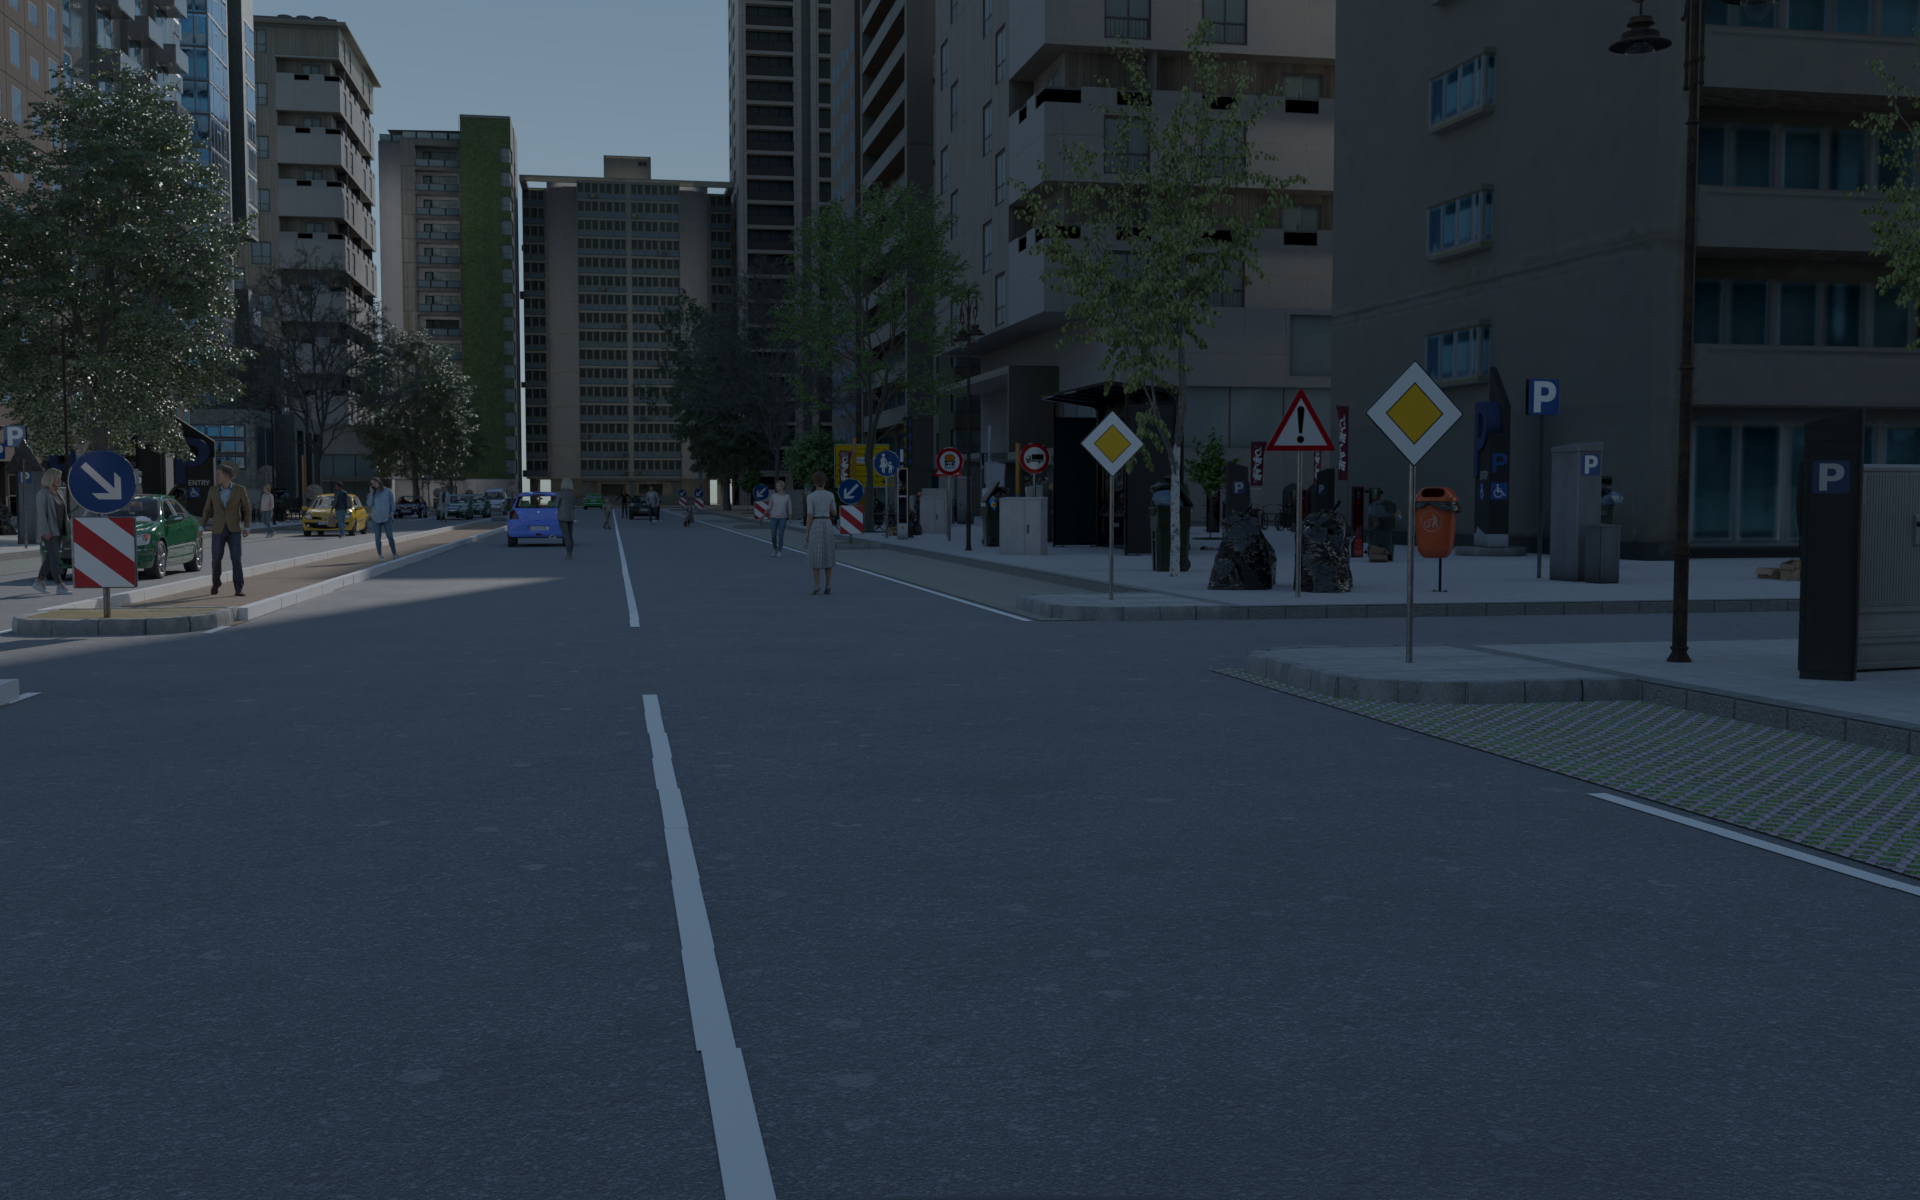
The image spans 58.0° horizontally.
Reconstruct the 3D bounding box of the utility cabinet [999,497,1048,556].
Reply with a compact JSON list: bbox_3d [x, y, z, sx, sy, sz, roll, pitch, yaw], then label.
[{"bbox_3d":[1.328,-1.547,36.450,1.020,1.237,0.306,2,4,32],"label":"utility cabinet"}]

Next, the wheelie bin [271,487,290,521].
[{"bbox_3d":[-32.377,-4.556,82.401,0.980,1.594,0.693,-2,4,-28],"label":"wheelie bin"}]

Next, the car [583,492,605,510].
[{"bbox_3d":[-33.566,-9.177,158.834,1.959,1.807,4.718,-1,4,-10],"label":"car"}]

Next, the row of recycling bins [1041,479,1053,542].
[{"bbox_3d":[3.731,-2.370,45.862,3.534,1.692,1.069,1,4,22],"label":"row of recycling bins"}]

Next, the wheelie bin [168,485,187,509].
[{"bbox_3d":[-25.862,-3.013,57.170,0.693,1.594,0.980,-2,4,-28],"label":"wheelie bin"}]

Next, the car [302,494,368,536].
[{"bbox_3d":[-21.761,-3.065,60.342,2.015,1.641,3.980,-1,4,-11],"label":"car"}]

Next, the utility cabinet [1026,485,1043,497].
[{"bbox_3d":[1.903,-2.206,44.744,0.318,1.500,1.173,0,4,-5],"label":"utility cabinet"}]

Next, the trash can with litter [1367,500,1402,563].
[{"bbox_3d":[8.020,-1.307,32.762,0.624,1.170,1.055,1,4,16],"label":"trash can with litter"}]

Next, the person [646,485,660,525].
[{"bbox_3d":[-14.442,-4.470,81.425,0.661,1.843,0.795,1,4,12],"label":"person"}]

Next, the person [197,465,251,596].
[{"bbox_3d":[-10.318,-0.971,24.283,0.656,1.842,0.836,-3,5,-45],"label":"person"}]

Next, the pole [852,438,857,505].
[{"bbox_3d":[-3.831,-4.221,62.862,0.158,3.312,0.155,0,3,0],"label":"pole"}]

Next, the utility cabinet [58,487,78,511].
[{"bbox_3d":[-28.372,-2.870,55.609,0.318,1.500,1.173,2,4,31],"label":"utility cabinet"}]

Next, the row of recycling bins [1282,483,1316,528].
[{"bbox_3d":[14.069,-3.605,66.056,3.534,1.692,1.069,0,4,-6],"label":"row of recycling bins"}]

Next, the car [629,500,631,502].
[{"bbox_3d":[-21.189,-6.506,116.152,2.009,1.686,4.222,-1,4,-11],"label":"car"}]

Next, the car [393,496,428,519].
[{"bbox_3d":[-32.670,-5.524,102.897,1.945,1.354,3.894,-1,4,-10],"label":"car"}]

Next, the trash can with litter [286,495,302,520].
[{"bbox_3d":[-32.608,-4.574,85.847,2.233,1.210,1.678,0,4,-6],"label":"trash can with litter"}]

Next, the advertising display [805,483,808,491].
[{"bbox_3d":[-8.305,-5.477,94.755,0.123,1.923,0.974,-1,4,-20],"label":"advertising display"}]

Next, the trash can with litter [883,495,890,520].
[{"bbox_3d":[-3.876,-4.680,87.581,2.233,1.210,1.678,1,4,17],"label":"trash can with litter"}]

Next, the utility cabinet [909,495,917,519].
[{"bbox_3d":[-2.204,-4.755,88.899,0.306,1.237,1.020,2,4,33],"label":"utility cabinet"}]

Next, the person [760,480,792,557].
[{"bbox_3d":[-4.188,-1.851,39.428,0.731,1.740,0.598,0,4,-5],"label":"person"}]

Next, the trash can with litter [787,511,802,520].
[{"bbox_3d":[-8.205,-4.538,85.258,2.233,1.210,1.678,-1,4,-10],"label":"trash can with litter"}]

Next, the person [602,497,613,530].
[{"bbox_3d":[-14.276,-3.513,70.203,0.640,1.303,0.475,3,4,36],"label":"person"}]

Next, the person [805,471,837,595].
[{"bbox_3d":[-2.002,-0.958,24.730,0.480,1.755,0.524,-2,4,-28],"label":"person"}]

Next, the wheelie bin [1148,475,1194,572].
[{"bbox_3d":[3.490,-1.278,28.798,0.693,1.594,0.980,0,4,-5],"label":"wheelie bin"}]

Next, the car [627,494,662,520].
[{"bbox_3d":[-17.987,-5.438,98.690,2.009,1.686,4.222,-1,4,-10],"label":"car"}]

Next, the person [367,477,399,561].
[{"bbox_3d":[-12.262,-1.717,36.844,0.793,1.790,0.793,-3,5,-41],"label":"person"}]

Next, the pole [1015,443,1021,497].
[{"bbox_3d":[2.324,-4.606,69.157,0.158,3.312,0.155,0,3,0],"label":"pole"}]

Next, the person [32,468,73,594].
[{"bbox_3d":[-12.996,-0.991,24.879,0.728,1.800,0.709,1,4,11],"label":"person"}]

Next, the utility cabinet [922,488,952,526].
[{"bbox_3d":[-0.912,-3.645,68.273,1.173,1.500,0.318,0,3,0],"label":"utility cabinet"}]

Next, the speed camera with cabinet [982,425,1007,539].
[{"bbox_3d":[0.982,-3.353,49.161,0.660,3.252,2.038,0,4,5],"label":"speed camera with cabinet"}]

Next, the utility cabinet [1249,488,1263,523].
[{"bbox_3d":[10.897,-3.491,65.760,1.173,1.500,0.318,-1,4,-14],"label":"utility cabinet"}]

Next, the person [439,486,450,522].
[{"bbox_3d":[-26.363,-4.901,88.501,0.514,1.842,0.818,-2,4,-28],"label":"person"}]

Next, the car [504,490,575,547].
[{"bbox_3d":[-11.740,-2.370,48.335,1.945,1.707,3.694,-1,4,-13],"label":"car"}]

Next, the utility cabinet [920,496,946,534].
[{"bbox_3d":[-0.823,-2.750,56.124,1.020,1.237,0.306,3,4,36],"label":"utility cabinet"}]

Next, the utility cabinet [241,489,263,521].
[{"bbox_3d":[-33.655,-4.486,82.033,1.173,1.500,0.318,0,3,0],"label":"utility cabinet"}]

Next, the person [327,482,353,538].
[{"bbox_3d":[-20.313,-2.947,56.670,0.794,1.824,0.713,-3,5,-42],"label":"person"}]

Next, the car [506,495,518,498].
[{"bbox_3d":[-36.320,-7.793,139.780,2.083,1.381,4.827,-1,4,-11],"label":"car"}]

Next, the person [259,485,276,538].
[{"bbox_3d":[-22.609,-2.901,56.602,0.731,1.740,0.598,1,4,20],"label":"person"}]

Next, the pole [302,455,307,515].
[{"bbox_3d":[-34.264,-5.914,90.529,0.158,3.312,0.155,0,3,0],"label":"pole"}]

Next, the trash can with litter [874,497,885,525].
[{"bbox_3d":[-3.191,-3.698,71.855,1.055,1.170,0.624,-1,4,-13],"label":"trash can with litter"}]

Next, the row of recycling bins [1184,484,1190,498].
[{"bbox_3d":[6.332,-2.930,55.023,1.069,1.692,3.534,2,4,29],"label":"row of recycling bins"}]

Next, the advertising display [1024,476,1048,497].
[{"bbox_3d":[2.687,-3.439,61.444,0.974,1.923,0.123,3,5,41],"label":"advertising display"}]

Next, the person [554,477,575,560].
[{"bbox_3d":[-8.621,-1.771,37.636,0.526,1.800,0.537,3,5,40],"label":"person"}]

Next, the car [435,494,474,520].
[{"bbox_3d":[-28.411,-5.240,97.476,2.131,1.459,4.920,-1,4,-12],"label":"car"}]

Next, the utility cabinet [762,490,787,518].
[{"bbox_3d":[-9.593,-4.893,88.673,1.173,1.500,0.318,1,4,9],"label":"utility cabinet"}]

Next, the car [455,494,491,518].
[{"bbox_3d":[-29.500,-5.700,104.988,2.131,1.459,4.920,-1,4,-10],"label":"car"}]

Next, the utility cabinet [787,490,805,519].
[{"bbox_3d":[-8.584,-4.953,89.656,1.173,1.500,0.318,-3,4,-36],"label":"utility cabinet"}]

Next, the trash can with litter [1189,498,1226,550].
[{"bbox_3d":[5.887,-1.758,39.804,2.233,1.210,1.678,0,4,-2],"label":"trash can with litter"}]

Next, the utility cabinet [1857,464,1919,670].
[{"bbox_3d":[6.802,-0.244,12.673,1.173,1.500,0.318,-1,4,-22],"label":"utility cabinet"}]

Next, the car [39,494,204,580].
[{"bbox_3d":[-14.690,-1.147,30.550,2.131,1.459,4.920,-1,4,-12],"label":"car"}]

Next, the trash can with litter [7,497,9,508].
[{"bbox_3d":[-36.337,-3.354,65.902,1.678,1.210,2.233,0,4,-6],"label":"trash can with litter"}]

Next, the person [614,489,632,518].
[{"bbox_3d":[-19.959,-5.742,102.911,1.217,1.766,0.721,0,4,6],"label":"person"}]
